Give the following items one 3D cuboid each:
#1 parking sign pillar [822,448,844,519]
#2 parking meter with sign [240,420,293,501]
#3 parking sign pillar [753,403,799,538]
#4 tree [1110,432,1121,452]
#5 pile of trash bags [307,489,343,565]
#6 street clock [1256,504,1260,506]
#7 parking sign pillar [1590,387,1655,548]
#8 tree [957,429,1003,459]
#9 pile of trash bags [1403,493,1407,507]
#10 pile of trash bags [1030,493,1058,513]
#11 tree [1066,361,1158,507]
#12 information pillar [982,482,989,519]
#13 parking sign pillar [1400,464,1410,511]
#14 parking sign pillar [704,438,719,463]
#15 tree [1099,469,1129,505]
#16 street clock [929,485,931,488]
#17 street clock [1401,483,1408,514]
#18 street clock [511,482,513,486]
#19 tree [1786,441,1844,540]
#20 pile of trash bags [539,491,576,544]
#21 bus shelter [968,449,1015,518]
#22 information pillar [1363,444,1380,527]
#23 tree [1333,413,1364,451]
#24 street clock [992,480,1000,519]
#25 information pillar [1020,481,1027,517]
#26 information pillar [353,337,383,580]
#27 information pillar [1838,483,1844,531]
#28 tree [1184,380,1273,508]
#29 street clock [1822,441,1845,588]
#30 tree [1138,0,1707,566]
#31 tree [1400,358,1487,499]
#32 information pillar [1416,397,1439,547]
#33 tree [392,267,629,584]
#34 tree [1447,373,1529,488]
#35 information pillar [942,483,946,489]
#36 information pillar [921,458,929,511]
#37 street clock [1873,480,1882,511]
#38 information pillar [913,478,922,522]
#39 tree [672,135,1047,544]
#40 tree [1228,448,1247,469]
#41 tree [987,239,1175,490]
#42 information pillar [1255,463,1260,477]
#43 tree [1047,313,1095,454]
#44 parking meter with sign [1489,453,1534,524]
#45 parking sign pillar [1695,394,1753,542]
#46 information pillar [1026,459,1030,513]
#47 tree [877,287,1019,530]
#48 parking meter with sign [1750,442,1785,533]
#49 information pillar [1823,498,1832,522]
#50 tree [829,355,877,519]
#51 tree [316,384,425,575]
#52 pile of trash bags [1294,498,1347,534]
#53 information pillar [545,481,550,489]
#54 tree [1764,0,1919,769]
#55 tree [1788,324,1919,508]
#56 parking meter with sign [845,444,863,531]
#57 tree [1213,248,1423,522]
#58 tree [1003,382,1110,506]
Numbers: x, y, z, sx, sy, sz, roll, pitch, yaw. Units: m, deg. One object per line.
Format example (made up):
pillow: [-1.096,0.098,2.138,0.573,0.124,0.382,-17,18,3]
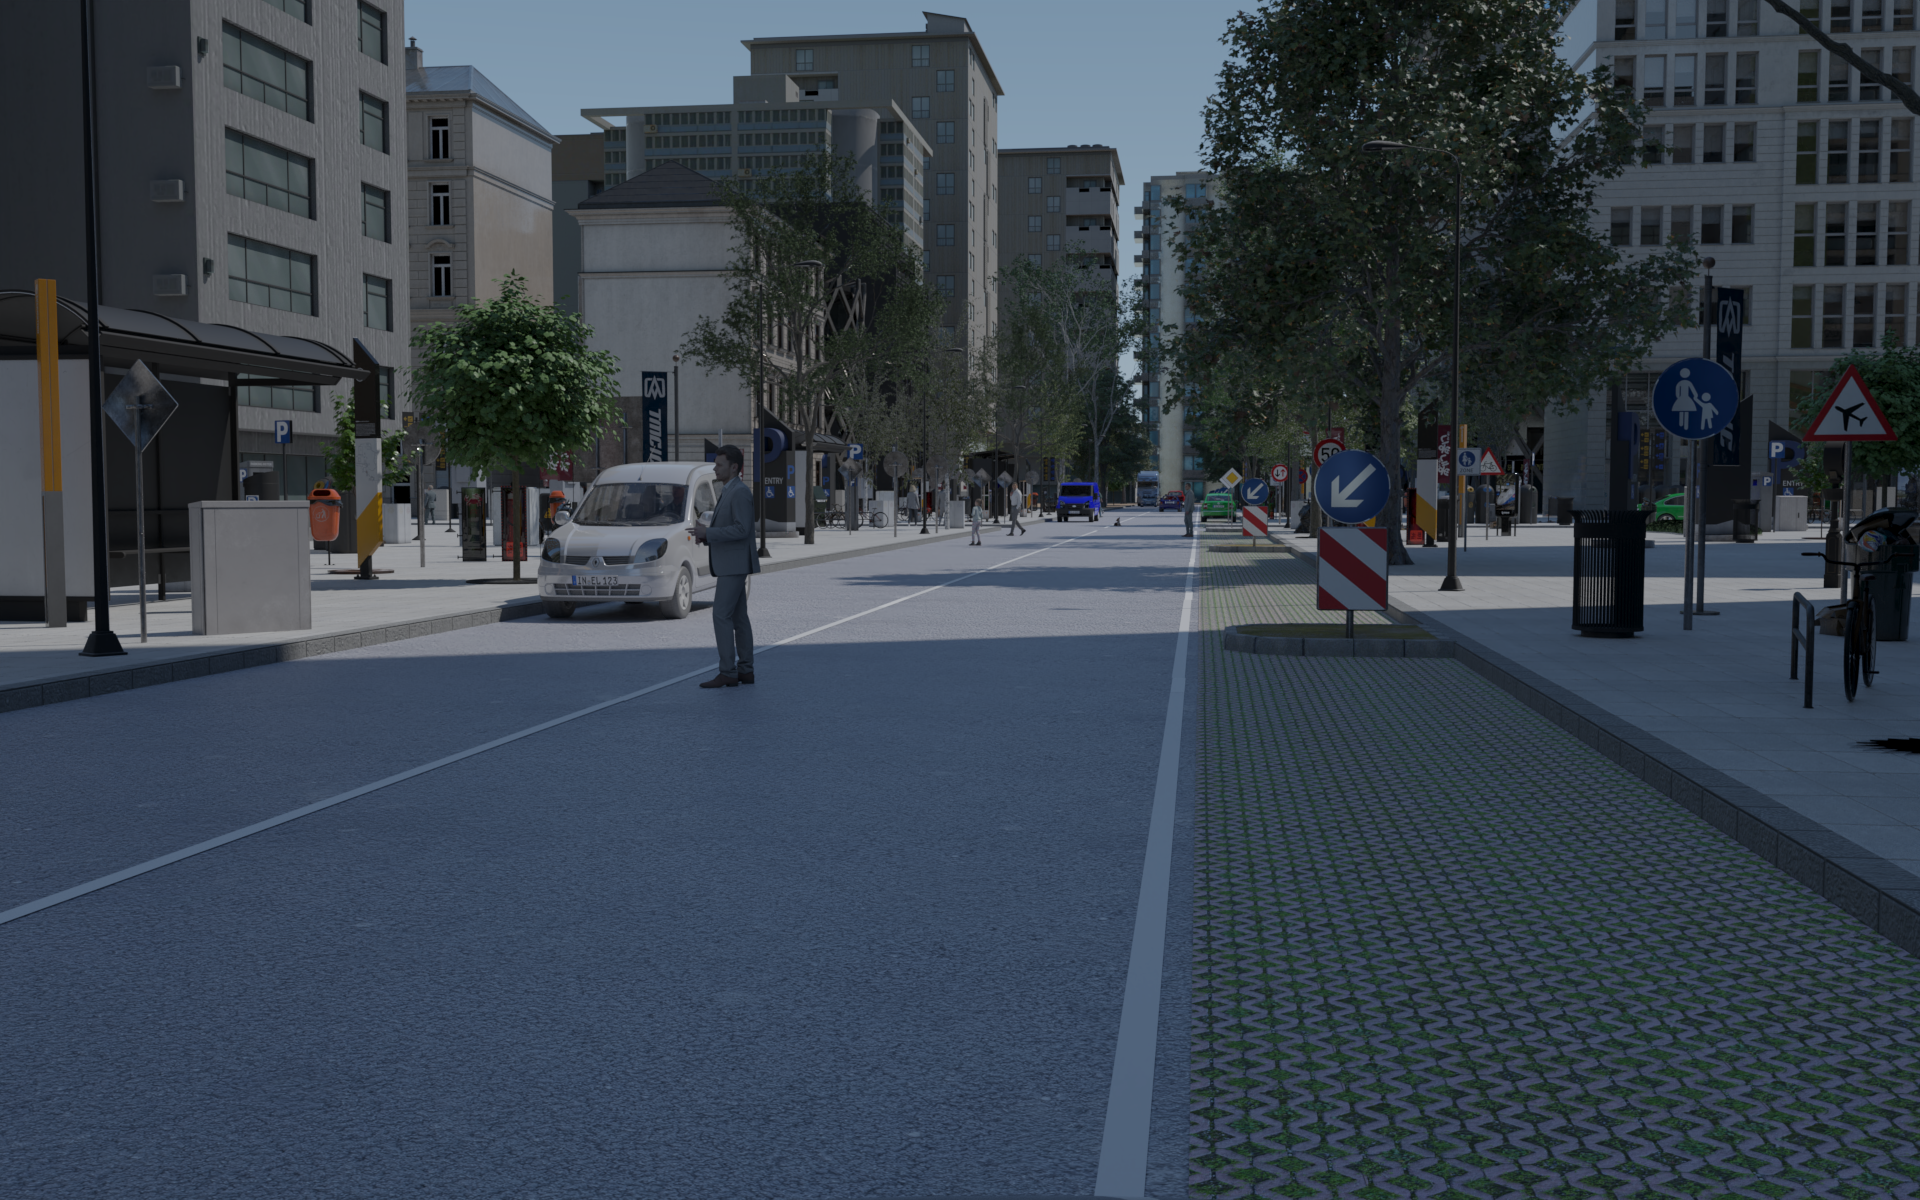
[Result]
parking sign pillar: [-6.402,-5.872,84.473,1.447,3.967,1.447,0,4,7]
parking meter with sign: [-16.391,-2.690,40.240,0.543,3.016,1.738,2,4,32]
parking sign pillar: [-5.466,-3.816,50.867,1.447,3.967,1.447,2,4,34]
tree: [15.554,-14.380,185.472,4.737,8.622,4.395,0,3,0]
pile of trash bags: [-12.745,-1.288,30.817,3.447,1.369,1.912,0,4,-6]
street clock: [15.589,-5.257,90.527,0.358,2.002,0.471,-2,4,-34]
parking sign pillar: [15.886,-3.238,41.409,1.447,3.967,1.447,2,4,31]
tree: [1.309,-11.707,141.764,4.737,8.622,4.395,0,3,0]
pile of trash bags: [29.774,-6.142,110.166,3.447,1.369,1.912,-1,4,-14]
pile of trash bags: [7.097,-7.528,132.837,3.447,1.369,1.912,1,4,11]
tree: [13.839,-15.844,165.702,9.857,13.997,8.962,0,3,0]
information pillar: [1.279,-5.075,87.473,0.304,2.012,0.304,-2,4,-25]
parking sign pillar: [33.549,-8.760,131.690,1.447,3.967,1.447,-1,4,-18]
parking sign pillar: [-11.554,-5.778,82.936,1.447,3.967,1.447,-1,4,-17]
tree: [17.500,-13.091,197.756,4.285,4.588,4.351,0,3,0]
street clock: [-2.591,-8.393,141.795,0.358,2.002,0.471,-2,4,-28]
street clock: [28.870,-6.607,112.602,0.358,2.002,0.471,3,5,43]
street clock: [-24.585,-5.573,95.696,0.471,2.002,0.358,3,4,36]
tree: [24.255,-3.325,48.967,1.663,3.219,1.824,0,3,0]
pile of trash bags: [-10.873,-2.210,45.878,1.912,1.369,3.447,0,4,-6]
bus shelter: [1.660,-6.303,94.340,1.731,3.624,6.357,0,4,8]
information pillar: [10.262,-3.151,42.875,0.504,3.616,0.183,0,4,-2]
tree: [30.471,-11.623,140.395,4.737,8.622,4.395,0,3,0]
street clock: [1.858,-5.188,89.391,0.358,2.002,0.471,2,4,35]
information pillar: [3.522,-5.613,96.267,0.304,2.012,0.304,3,5,43]
information pillar: [-8.849,-2.111,25.875,0.504,3.616,0.183,2,4,31]
information pillar: [30.769,-3.413,60.290,0.304,2.012,0.304,1,4,12]
tree: [25.477,-15.475,159.666,9.857,13.997,8.962,0,3,0]
street clock: [11.933,-1.166,23.627,0.358,2.002,0.471,3,5,40]
tree: [7.900,-6.989,31.279,9.611,12.733,9.660,0,3,0]
tree: [25.068,-8.527,89.773,4.737,8.622,4.395,0,3,0]
information pillar: [11.283,-3.083,41.767,0.504,3.616,0.183,2,4,28]
tree: [-6.552,-2.533,25.125,4.285,4.588,4.351,0,3,0]
tree: [25.136,-8.002,81.202,4.360,8.622,3.978,0,3,0]
information pillar: [-1.514,-8.882,149.715,0.304,2.012,0.304,1,4,22]
information pillar: [-2.312,-7.499,113.969,0.504,3.616,0.183,0,4,0]
street clock: [32.760,-3.497,61.749,0.358,2.002,0.471,0,4,4]
information pillar: [-1.946,-4.580,79.380,0.304,2.012,0.304,-1,4,-22]
tree: [-3.631,-6.719,44.265,8.767,10.594,7.601,3,4,37]
tree: [27.138,-13.410,169.622,4.737,8.622,4.395,0,3,0]
tree: [8.691,-16.560,126.649,12.611,20.169,13.585,0,3,0]
information pillar: [20.178,-7.739,117.893,0.504,3.616,0.183,-1,4,-16]
tree: [2.793,-9.015,81.802,7.601,10.594,8.767,1,4,17]
parking meter with sign: [23.327,-4.711,73.281,1.738,3.016,0.543,2,4,26]
parking sign pillar: [20.711,-3.578,46.966,1.447,3.967,1.447,0,4,7]
information pillar: [4.497,-7.534,114.530,0.183,3.616,0.504,-2,4,-27]
tree: [-0.222,-6.850,62.355,4.360,8.622,3.978,0,3,0]
parking meter with sign: [27.093,-3.806,58.482,0.543,3.016,1.738,0,4,-3]
information pillar: [39.485,-4.542,78.760,0.304,2.012,0.304,3,4,36]
tree: [-4.698,-8.575,90.570,4.360,8.622,3.978,0,3,0]
tree: [-9.740,-2.033,27.837,1.663,3.219,1.824,0,3,0]
pile of trash bags: [12.115,-2.795,55.446,1.912,1.369,3.447,-1,4,-13]
information pillar: [-22.427,-5.506,94.514,0.304,2.012,0.304,1,4,17]
tree: [4.946,-5.044,8.220,9.928,11.665,9.643,0,3,0]
tree: [17.994,-3.060,33.744,4.285,4.588,4.351,0,3,0]
parking meter with sign: [-3.782,-3.944,60.746,0.543,3.016,1.738,-1,4,-11]
tree: [12.262,-8.609,58.880,7.486,12.596,7.792,0,3,0]
tree: [6.167,-9.792,110.461,4.737,8.622,4.395,0,3,0]
